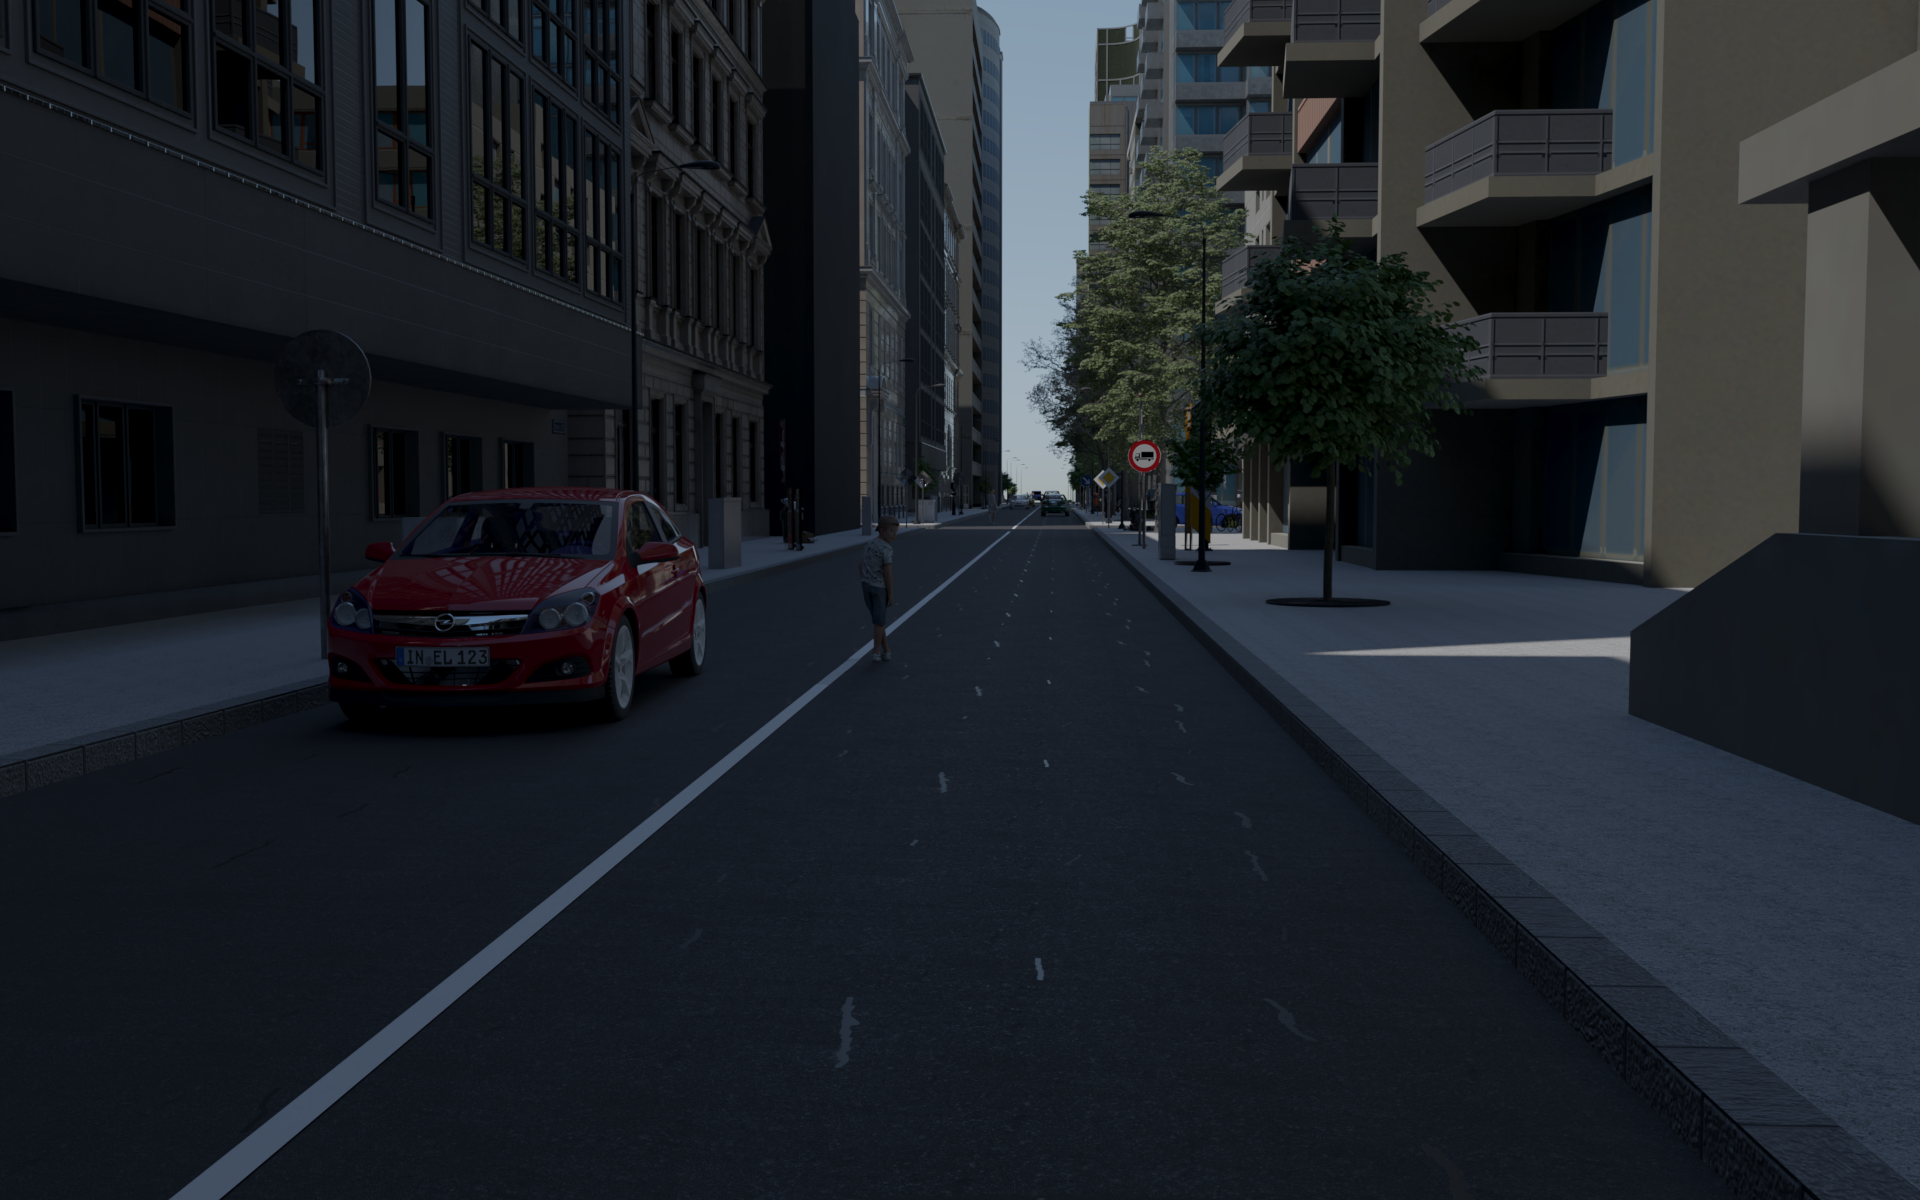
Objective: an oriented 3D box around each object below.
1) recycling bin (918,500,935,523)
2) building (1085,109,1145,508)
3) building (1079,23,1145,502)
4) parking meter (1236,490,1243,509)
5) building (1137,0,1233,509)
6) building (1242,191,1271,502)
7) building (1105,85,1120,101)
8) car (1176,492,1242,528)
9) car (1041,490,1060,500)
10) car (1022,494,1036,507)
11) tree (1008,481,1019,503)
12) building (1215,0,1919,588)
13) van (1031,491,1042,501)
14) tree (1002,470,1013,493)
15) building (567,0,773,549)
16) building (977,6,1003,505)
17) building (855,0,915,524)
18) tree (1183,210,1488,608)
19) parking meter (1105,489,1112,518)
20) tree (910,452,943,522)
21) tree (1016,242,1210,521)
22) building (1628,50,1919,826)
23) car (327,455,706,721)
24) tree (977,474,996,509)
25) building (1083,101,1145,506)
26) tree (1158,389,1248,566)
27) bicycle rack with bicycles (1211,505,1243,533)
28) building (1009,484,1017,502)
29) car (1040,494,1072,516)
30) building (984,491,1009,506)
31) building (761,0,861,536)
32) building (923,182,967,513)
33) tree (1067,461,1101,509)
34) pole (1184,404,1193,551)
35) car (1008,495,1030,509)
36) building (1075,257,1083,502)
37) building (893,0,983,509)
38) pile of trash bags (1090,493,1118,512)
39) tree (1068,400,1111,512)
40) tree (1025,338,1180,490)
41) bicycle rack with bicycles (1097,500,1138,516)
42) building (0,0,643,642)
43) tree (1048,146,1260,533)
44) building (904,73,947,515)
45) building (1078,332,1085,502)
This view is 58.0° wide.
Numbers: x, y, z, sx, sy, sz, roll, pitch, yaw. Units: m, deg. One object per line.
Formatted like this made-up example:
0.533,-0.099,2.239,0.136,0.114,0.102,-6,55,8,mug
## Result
-1.479,-3.919,76.635,0.722,1.027,0.722,0,4,2,recycling bin
28.550,-28.846,163.506,32.217,40.220,23.993,0,4,3,building
28.729,-50.594,265.456,20.563,71.187,20.611,0,4,3,building
15.506,-5.358,96.013,0.372,1.533,0.369,0,3,0,parking meter
24.791,-31.258,130.669,23.786,49.044,30.456,0,4,3,building
29.895,-14.645,84.485,28.899,21.520,27.650,0,4,3,building
26.858,-35.805,205.017,23.786,49.044,30.456,0,4,3,building
9.608,-3.630,68.941,3.694,1.707,1.945,0,4,3,car
9.570,-10.471,179.873,2.281,1.827,5.304,0,4,5,car
7.333,-11.004,190.137,2.015,1.641,3.980,0,4,3,car
7.839,-15.869,254.059,1.663,3.219,1.824,0,3,0,tree
17.045,-23.295,35.493,22.147,44.769,28.867,0,4,3,building
13.310,-18.175,301.548,2.240,2.365,5.245,0,4,2,van
5.319,-14.742,224.752,4.285,4.588,4.351,0,3,0,tree
-10.792,-10.815,41.454,10.561,19.102,19.286,0,4,3,building
-5.853,-40.686,207.213,21.231,58.520,28.212,0,4,3,building
-9.618,-18.202,83.502,13.634,28.700,20.117,0,4,3,building
4.327,-2.223,20.062,4.285,4.588,4.351,0,3,0,tree
7.908,-5.125,92.211,0.372,1.533,0.369,0,3,0,parking meter
-1.585,-5.150,78.800,1.663,3.219,1.824,0,3,0,tree
7.858,-10.555,82.941,12.009,13.543,11.850,0,3,0,tree
19.600,-18.911,1.074,32.217,40.220,23.993,0,4,3,building
-2.973,-0.199,12.288,2.155,1.783,4.494,0,4,1,car
2.324,-9.663,152.593,1.663,3.219,1.824,0,3,0,tree
20.546,-30.565,183.338,14.154,41.232,14.086,0,4,3,building
4.339,-2.256,31.490,1.663,3.219,1.824,0,3,0,tree
8.945,-2.725,57.930,2.852,0.926,2.925,-1,4,-9,bicycle rack with bicycles
-6.644,-36.736,292.513,32.217,40.220,23.993,0,4,3,building
6.241,-6.207,113.274,2.131,1.459,4.920,0,4,5,car
-9.937,-33.813,244.725,32.217,40.220,23.993,0,4,3,building
-11.934,-13.975,58.174,15.834,23.373,12.332,0,4,3,building
-6.353,-20.415,131.044,12.463,27.353,25.104,0,4,3,building
10.827,-10.171,150.003,4.285,4.588,4.351,0,3,0,tree
5.194,-2.779,39.281,0.158,3.312,0.155,0,3,0,pole
5.703,-9.449,166.845,2.083,1.381,4.827,0,4,1,car
26.942,-37.607,298.463,14.154,41.232,14.086,0,4,3,building
-9.031,-32.713,158.556,21.300,48.544,21.600,0,4,3,building
10.221,-7.031,124.703,1.912,1.369,3.447,1,4,23,pile of trash bags
9.141,-10.472,121.577,4.737,8.622,4.395,0,3,0,tree
8.053,-9.824,95.029,8.767,10.594,7.601,-1,4,-13,tree
9.266,-5.433,102.216,2.852,0.926,2.925,0,4,-7,bicycle rack with bicycles
-13.360,-13.834,19.687,14.314,27.812,24.014,0,4,3,building
6.803,-8.468,56.586,7.486,12.596,7.792,0,3,0,tree
-8.625,-19.084,105.534,14.314,27.812,24.014,0,4,3,building
26.378,-31.350,284.266,14.160,30.474,14.107,0,4,3,building
